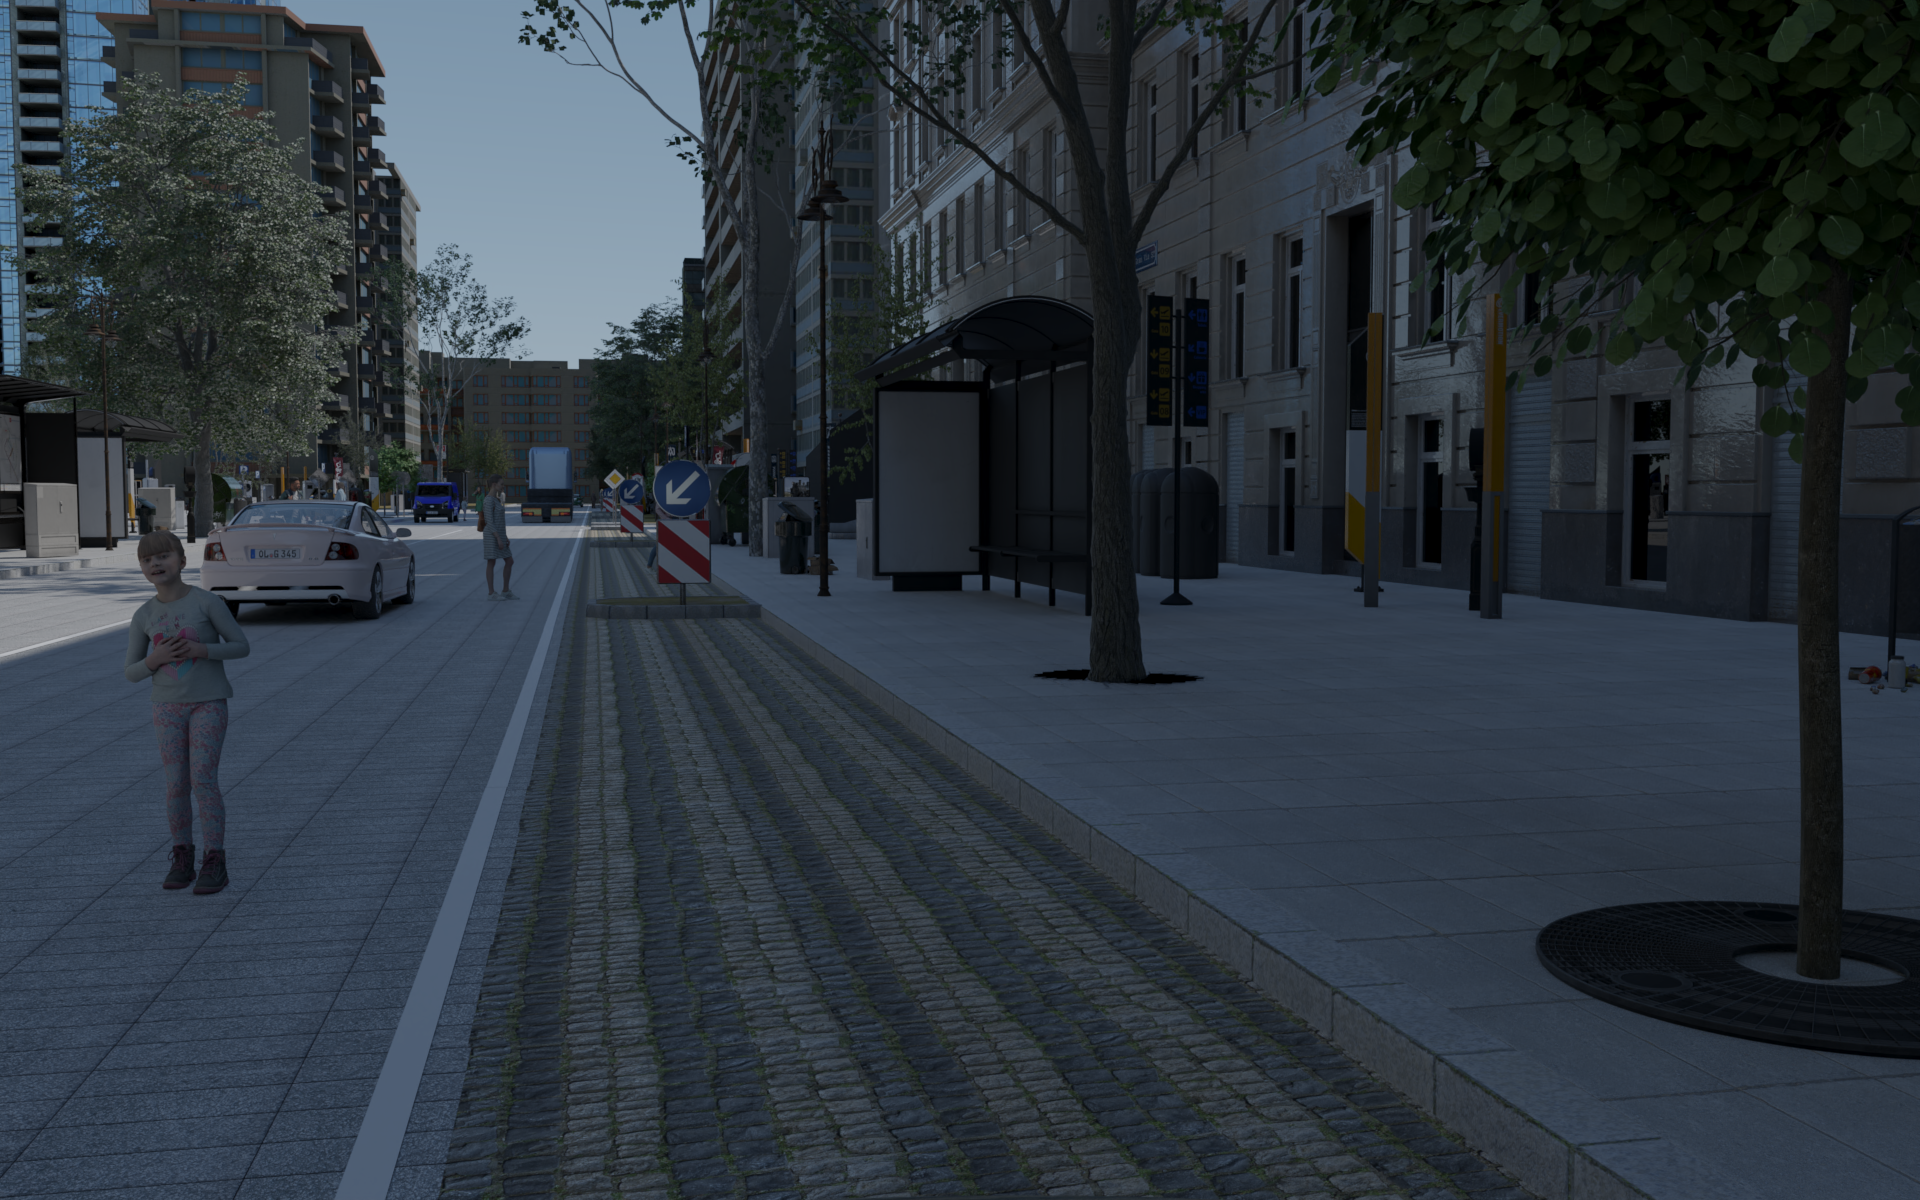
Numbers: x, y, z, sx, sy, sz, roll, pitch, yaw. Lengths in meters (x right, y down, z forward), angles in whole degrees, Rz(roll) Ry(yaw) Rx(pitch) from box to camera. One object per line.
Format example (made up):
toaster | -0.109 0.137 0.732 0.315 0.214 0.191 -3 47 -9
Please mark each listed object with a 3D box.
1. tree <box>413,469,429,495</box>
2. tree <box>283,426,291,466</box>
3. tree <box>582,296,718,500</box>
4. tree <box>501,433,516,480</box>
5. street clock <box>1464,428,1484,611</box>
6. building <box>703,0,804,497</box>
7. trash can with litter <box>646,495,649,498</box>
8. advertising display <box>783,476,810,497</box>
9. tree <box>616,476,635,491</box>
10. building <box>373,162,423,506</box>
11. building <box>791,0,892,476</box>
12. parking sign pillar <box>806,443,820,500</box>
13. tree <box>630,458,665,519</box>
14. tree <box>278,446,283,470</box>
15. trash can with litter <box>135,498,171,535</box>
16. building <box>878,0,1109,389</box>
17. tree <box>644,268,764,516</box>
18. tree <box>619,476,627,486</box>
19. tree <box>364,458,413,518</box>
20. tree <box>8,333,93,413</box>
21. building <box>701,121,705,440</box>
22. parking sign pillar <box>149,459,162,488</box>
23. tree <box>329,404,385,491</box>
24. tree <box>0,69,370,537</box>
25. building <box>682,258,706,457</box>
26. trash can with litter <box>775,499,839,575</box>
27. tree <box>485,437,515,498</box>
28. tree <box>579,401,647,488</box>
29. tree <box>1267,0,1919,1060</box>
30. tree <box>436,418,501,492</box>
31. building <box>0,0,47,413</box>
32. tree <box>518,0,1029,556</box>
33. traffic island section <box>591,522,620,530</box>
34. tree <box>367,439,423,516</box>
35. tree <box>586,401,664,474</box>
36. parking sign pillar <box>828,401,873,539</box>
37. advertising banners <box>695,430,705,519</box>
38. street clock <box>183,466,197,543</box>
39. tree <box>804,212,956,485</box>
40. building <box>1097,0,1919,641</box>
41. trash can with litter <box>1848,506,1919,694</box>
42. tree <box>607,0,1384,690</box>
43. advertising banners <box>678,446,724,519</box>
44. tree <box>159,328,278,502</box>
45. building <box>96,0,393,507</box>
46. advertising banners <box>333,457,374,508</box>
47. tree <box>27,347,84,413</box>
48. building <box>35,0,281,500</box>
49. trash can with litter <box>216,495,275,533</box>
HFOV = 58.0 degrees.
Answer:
tree | -35.456 -7.220 112.645 1.663 3.219 1.824 0 3 0
tree | -56.797 -11.680 141.338 4.360 8.622 3.978 0 3 0
tree | -20.081 -12.601 112.685 9.857 13.997 8.962 0 3 0
tree | -49.940 -14.109 181.038 4.737 8.622 4.395 0 3 0
street clock | 5.717 -0.885 19.045 0.358 2.002 0.471 1 4 21
building | -13.141 -33.212 166.720 21.300 48.544 21.600 -1 4 -12
trash can with litter | -24.079 -7.345 131.153 2.233 1.210 1.678 -3 5 -44
advertising display | -5.892 -3.501 62.453 0.974 1.923 0.123 -1 4 -17
tree | -42.066 -16.147 214.357 4.360 8.622 3.978 0 3 0
building | -73.280 -30.697 193.780 23.993 40.220 32.217 -1 4 -12
building | 2.920 -25.117 102.538 23.993 40.220 32.217 -1 4 -12
parking sign pillar | -6.952 -5.891 84.782 1.447 3.967 1.447 3 5 42
tree | -16.109 -5.894 90.972 1.663 3.219 1.824 0 3 0
tree | -39.600 -8.799 94.231 4.360 8.622 3.978 0 3 0
trash can with litter | -25.070 -2.597 53.852 1.055 1.170 0.624 0 4 6
building | 5.472 -15.564 51.739 12.463 27.353 25.104 -1 4 -12
tree | -8.371 -6.515 56.888 4.737 8.622 4.395 0 3 0
tree | -27.257 -9.049 142.552 1.663 3.219 1.824 0 3 0
tree | -30.812 -6.017 92.973 1.663 3.219 1.824 0 3 0
tree | -53.083 -10.208 101.315 7.601 10.594 8.767 -1 4 -11
building | -16.979 -35.036 192.449 23.786 49.044 30.456 -1 4 -12
parking sign pillar | -57.721 -8.304 124.236 1.447 3.967 1.447 0 4 -6
tree | -49.300 -11.711 141.833 4.360 8.622 3.978 0 3 0
tree | -22.673 -8.845 51.269 9.857 13.997 8.962 0 3 0
building | -27.171 -27.027 213.597 14.160 30.474 14.107 -1 4 -12
trash can with litter | -2.433 -0.998 27.702 1.055 1.170 0.624 2 4 26
tree | -56.583 -15.993 211.855 4.360 8.622 3.978 0 3 0
tree | -38.240 -17.048 195.739 9.611 12.733 9.660 0 3 0
tree | 2.368 -1.273 4.520 4.285 4.588 4.351 0 3 0
tree | -46.876 -13.009 163.058 4.737 8.622 4.395 0 3 0
building | -101.485 -53.833 192.844 31.000 86.520 22.319 -1 4 -12
tree | -4.804 -10.880 33.779 12.611 20.169 13.585 0 3 0
traffic island section | -15.383 -3.347 76.997 2.009 0.180 2.903 -1 4 -12
tree | -33.874 -7.344 103.795 4.285 4.588 4.351 0 3 0
tree | -31.178 -14.132 165.466 7.601 10.594 8.767 2 4 30
parking sign pillar | -3.056 -3.733 49.502 1.447 3.967 1.447 0 4 7
advertising banners | -7.258 -3.182 48.215 0.090 3.025 2.074 0 4 -4
street clock | -20.071 -2.483 45.162 0.358 2.002 0.471 -2 4 -32
tree | -1.917 -5.828 45.649 4.737 8.622 4.395 0 3 0
building | 11.448 -14.055 27.059 12.463 27.353 25.104 -1 4 -12
trash can with litter | 6.966 -0.035 11.623 2.233 1.210 1.678 0 4 1
tree | 1.001 -5.259 11.743 9.928 11.665 9.643 0 3 0
advertising banners | -9.328 -4.040 62.249 2.074 3.025 0.090 -3 5 -40
tree | -32.985 -7.681 75.943 4.360 8.622 3.978 0 3 0
building | -64.597 -30.812 158.406 22.147 44.769 28.867 -1 4 -12
advertising banners | -28.942 -5.288 82.639 0.090 3.025 2.074 3 5 40
tree | -43.739 -8.139 83.436 4.360 8.622 3.978 0 3 0
building | -105.134 -56.532 236.962 31.000 86.520 22.319 -1 4 -12
trash can with litter | -23.433 -2.719 55.511 1.678 1.210 2.233 1 4 22
